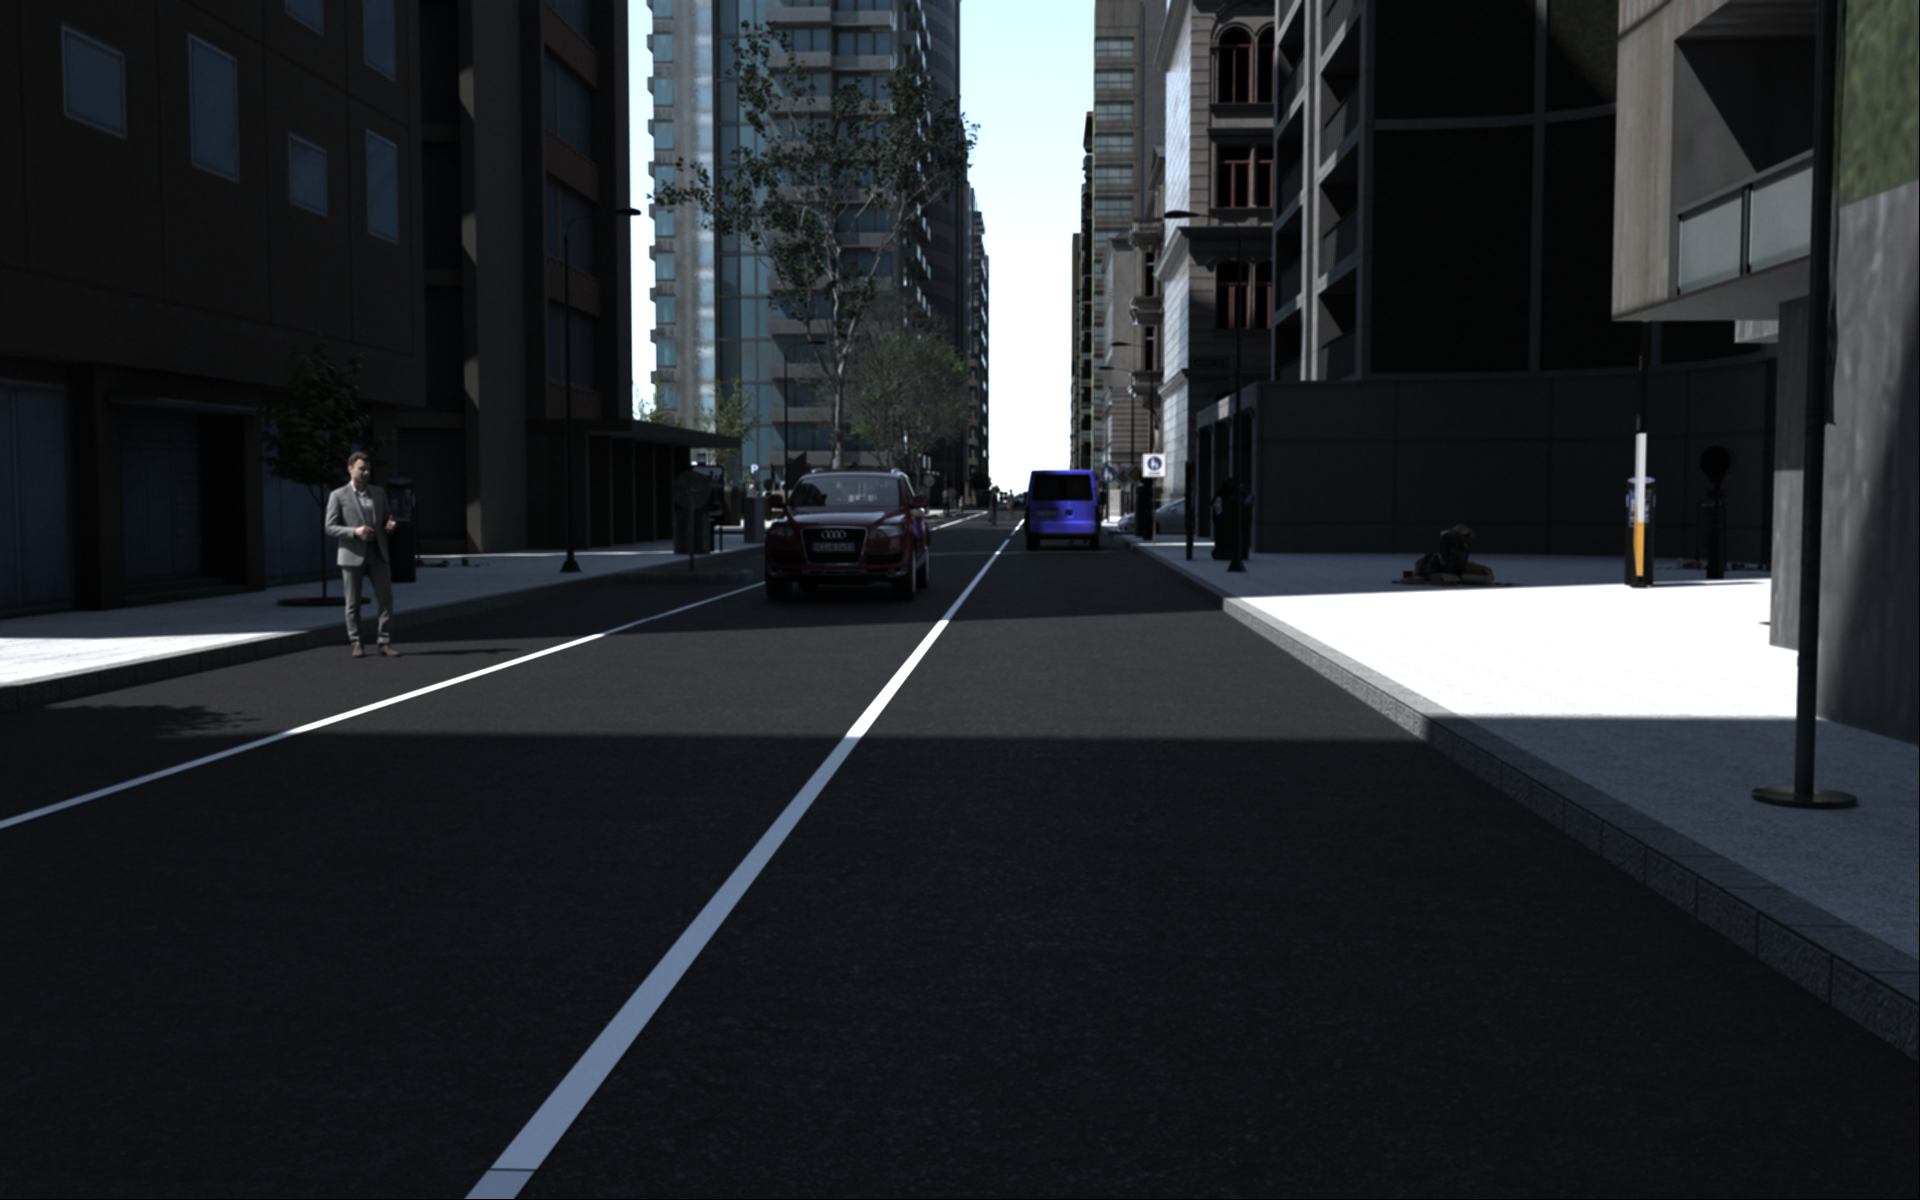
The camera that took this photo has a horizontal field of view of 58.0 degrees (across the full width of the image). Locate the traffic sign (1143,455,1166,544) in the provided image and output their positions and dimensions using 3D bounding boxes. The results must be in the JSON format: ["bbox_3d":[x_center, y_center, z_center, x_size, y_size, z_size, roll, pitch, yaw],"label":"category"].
[{"bbox_3d":[4.959,-2.572,44.175,0.606,2.300,0.079,1,4,9],"label":"traffic sign"}]

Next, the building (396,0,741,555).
[{"bbox_3d":[-21.758,-23.735,42.694,28.867,44.769,22.147,0,4,3],"label":"building"}]

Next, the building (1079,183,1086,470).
[{"bbox_3d":[22.902,-33.400,229.689,14.154,41.232,14.086,0,4,3],"label":"building"}]

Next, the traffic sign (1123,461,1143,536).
[{"bbox_3d":[5.380,-3.024,53.088,0.795,2.450,0.064,0,4,3],"label":"traffic sign"}]

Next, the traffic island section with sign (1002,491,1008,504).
[{"bbox_3d":[5.909,-14.346,243.184,1.989,1.847,2.006,0,4,3],"label":"traffic island section with sign"}]

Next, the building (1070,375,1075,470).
[{"bbox_3d":[30.951,-25.715,265.476,27.650,21.520,28.899,0,4,3],"label":"building"}]

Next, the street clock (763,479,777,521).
[{"bbox_3d":[-9.152,-4.777,82.679,0.358,2.002,0.471,2,4,28],"label":"street clock"}]

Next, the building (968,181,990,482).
[{"bbox_3d":[-7.437,-39.471,264.964,23.786,49.044,30.456,0,4,3],"label":"building"}]

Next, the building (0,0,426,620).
[{"bbox_3d":[-15.977,-22.649,20.415,14.600,45.320,14.200,0,4,3],"label":"building"}]

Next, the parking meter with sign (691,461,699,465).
[{"bbox_3d":[-13.567,-5.919,93.029,0.543,3.016,1.738,3,5,42],"label":"parking meter with sign"}]

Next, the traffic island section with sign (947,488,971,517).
[{"bbox_3d":[-0.495,-6.269,111.126,1.989,1.847,2.006,0,4,3],"label":"traffic island section with sign"}]

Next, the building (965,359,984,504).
[{"bbox_3d":[-11.044,-23.932,236.321,27.650,21.520,28.899,0,4,3],"label":"building"}]

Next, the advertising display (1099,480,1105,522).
[{"bbox_3d":[6.655,-4.656,81.340,0.123,1.923,0.974,0,4,-4],"label":"advertising display"}]

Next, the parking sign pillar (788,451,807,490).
[{"bbox_3d":[-10.207,-7.287,107.620,1.447,3.967,1.447,-1,4,-21],"label":"parking sign pillar"}]

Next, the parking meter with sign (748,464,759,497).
[{"bbox_3d":[-12.007,-6.351,100.098,0.543,3.016,1.738,0,4,4],"label":"parking meter with sign"}]

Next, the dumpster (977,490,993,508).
[{"bbox_3d":[2.531,-9.758,167.763,1.865,1.857,1.264,0,4,2],"label":"dumpster"}]

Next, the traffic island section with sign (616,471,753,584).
[{"bbox_3d":[-4.489,-1.226,28.667,1.989,1.847,2.006,0,4,3],"label":"traffic island section with sign"}]

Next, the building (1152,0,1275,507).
[{"bbox_3d":[19.506,-17.123,67.346,23.554,28.519,14.401,0,4,3],"label":"building"}]

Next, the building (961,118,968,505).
[{"bbox_3d":[-6.301,-33.798,202.703,14.600,45.320,14.200,0,4,3],"label":"building"}]

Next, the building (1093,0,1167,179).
[{"bbox_3d":[18.143,-28.289,146.127,14.154,41.232,14.086,0,4,3],"label":"building"}]

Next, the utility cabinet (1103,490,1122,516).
[{"bbox_3d":[8.575,-5.489,98.423,1.173,1.500,0.318,1,4,23],"label":"utility cabinet"}]

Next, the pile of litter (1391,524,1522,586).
[{"bbox_3d":[7.044,-0.647,24.544,1.719,0.858,1.176,2,4,33],"label":"pile of litter"}]

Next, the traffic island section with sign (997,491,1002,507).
[{"bbox_3d":[3.255,-10.997,188.431,1.989,1.847,2.006,0,4,3],"label":"traffic island section with sign"}]

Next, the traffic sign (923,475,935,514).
[{"bbox_3d":[-2.045,-6.945,113.650,0.768,2.556,0.104,1,4,10],"label":"traffic sign"}]

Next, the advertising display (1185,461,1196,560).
[{"bbox_3d":[4.498,-1.752,33.854,0.123,1.923,0.974,1,4,12],"label":"advertising display"}]

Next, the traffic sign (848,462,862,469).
[{"bbox_3d":[-3.253,-3.051,53.525,0.795,2.450,0.064,0,4,3],"label":"traffic sign"}]

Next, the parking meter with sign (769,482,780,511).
[{"bbox_3d":[-12.009,-7.063,111.747,1.738,3.016,0.543,-1,4,-20],"label":"parking meter with sign"}]

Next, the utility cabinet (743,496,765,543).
[{"bbox_3d":[-5.433,-2.110,45.664,0.306,1.237,1.020,-2,4,-23],"label":"utility cabinet"}]

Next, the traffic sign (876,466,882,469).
[{"bbox_3d":[-2.866,-3.539,61.501,0.795,2.450,0.064,0,4,3],"label":"traffic sign"}]

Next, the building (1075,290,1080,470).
[{"bbox_3d":[23.250,-28.892,244.087,14.160,30.474,14.107,0,4,3],"label":"building"}]

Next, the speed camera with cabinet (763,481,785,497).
[{"bbox_3d":[-12.796,-7.787,121.653,2.038,3.252,0.660,1,4,19],"label":"speed camera with cabinet"}]

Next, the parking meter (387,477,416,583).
[{"bbox_3d":[-8.102,-1.022,25.121,0.372,1.533,0.369,0,3,0],"label":"parking meter"}]

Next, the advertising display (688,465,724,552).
[{"bbox_3d":[-5.633,-2.035,38.488,0.123,1.923,0.974,3,4,39],"label":"advertising display"}]

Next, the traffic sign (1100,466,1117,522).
[{"bbox_3d":[6.727,-4.798,78.553,0.768,2.556,0.104,0,4,6],"label":"traffic sign"}]

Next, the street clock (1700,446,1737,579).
[{"bbox_3d":[11.457,-1.324,26.216,0.358,2.002,0.471,-3,5,-43],"label":"street clock"}]

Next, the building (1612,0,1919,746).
[{"bbox_3d":[12.033,-19.978,10.231,14.154,41.232,14.086,0,4,3],"label":"building"}]

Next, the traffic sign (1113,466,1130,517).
[{"bbox_3d":[5.767,-3.512,61.063,0.795,2.450,0.064,0,4,3],"label":"traffic sign"}]

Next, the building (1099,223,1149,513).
[{"bbox_3d":[15.312,-16.935,126.042,9.793,20.994,18.267,0,4,3],"label":"building"}]

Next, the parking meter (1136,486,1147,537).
[{"bbox_3d":[5.465,-2.663,51.947,0.372,1.533,0.369,0,3,0],"label":"parking meter"}]

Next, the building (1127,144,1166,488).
[{"bbox_3d":[16.946,-17.126,99.089,14.460,24.649,34.723,0,4,3],"label":"building"}]

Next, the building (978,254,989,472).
[{"bbox_3d":[-2.370,-36.939,287.542,14.154,41.232,14.086,0,4,3],"label":"building"}]

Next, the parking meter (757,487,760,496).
[{"bbox_3d":[-16.003,-8.027,136.950,0.399,1.863,0.255,0,4,-4],"label":"parking meter"}]

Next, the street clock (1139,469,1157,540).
[{"bbox_3d":[5.240,-2.674,48.297,0.471,2.002,0.358,-2,4,-32],"label":"street clock"}]

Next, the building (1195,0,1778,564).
[{"bbox_3d":[16.815,-36.770,39.441,20.563,71.187,20.611,0,4,3],"label":"building"}]

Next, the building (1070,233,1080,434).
[{"bbox_3d":[25.374,-38.956,287.033,14.600,45.320,14.200,0,4,3],"label":"building"}]

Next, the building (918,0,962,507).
[{"bbox_3d":[-11.082,-39.086,181.053,21.231,58.520,28.212,0,4,3],"label":"building"}]

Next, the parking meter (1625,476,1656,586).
[{"bbox_3d":[9.563,-0.975,24.353,0.372,1.533,0.369,0,3,0],"label":"parking meter"}]

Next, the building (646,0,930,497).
[{"bbox_3d":[-14.228,-32.573,152.181,23.786,49.044,30.456,0,4,3],"label":"building"}]

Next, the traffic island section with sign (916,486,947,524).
[{"bbox_3d":[-1.795,-4.618,84.135,1.989,1.847,2.006,0,4,3],"label":"traffic island section with sign"}]

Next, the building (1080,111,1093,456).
[{"bbox_3d":[24.855,-33.089,195.622,22.147,44.769,28.867,0,4,3],"label":"building"}]

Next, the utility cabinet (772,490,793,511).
[{"bbox_3d":[-10.568,-5.781,103.190,1.173,1.500,0.318,-1,4,-13],"label":"utility cabinet"}]

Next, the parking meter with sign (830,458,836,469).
[{"bbox_3d":[-5.709,-5.365,83.983,0.543,3.016,1.738,-2,4,-25],"label":"parking meter with sign"}]

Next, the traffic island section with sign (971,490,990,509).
[{"bbox_3d":[1.914,-9.318,160.984,1.989,1.847,2.006,0,4,3],"label":"traffic island section with sign"}]
